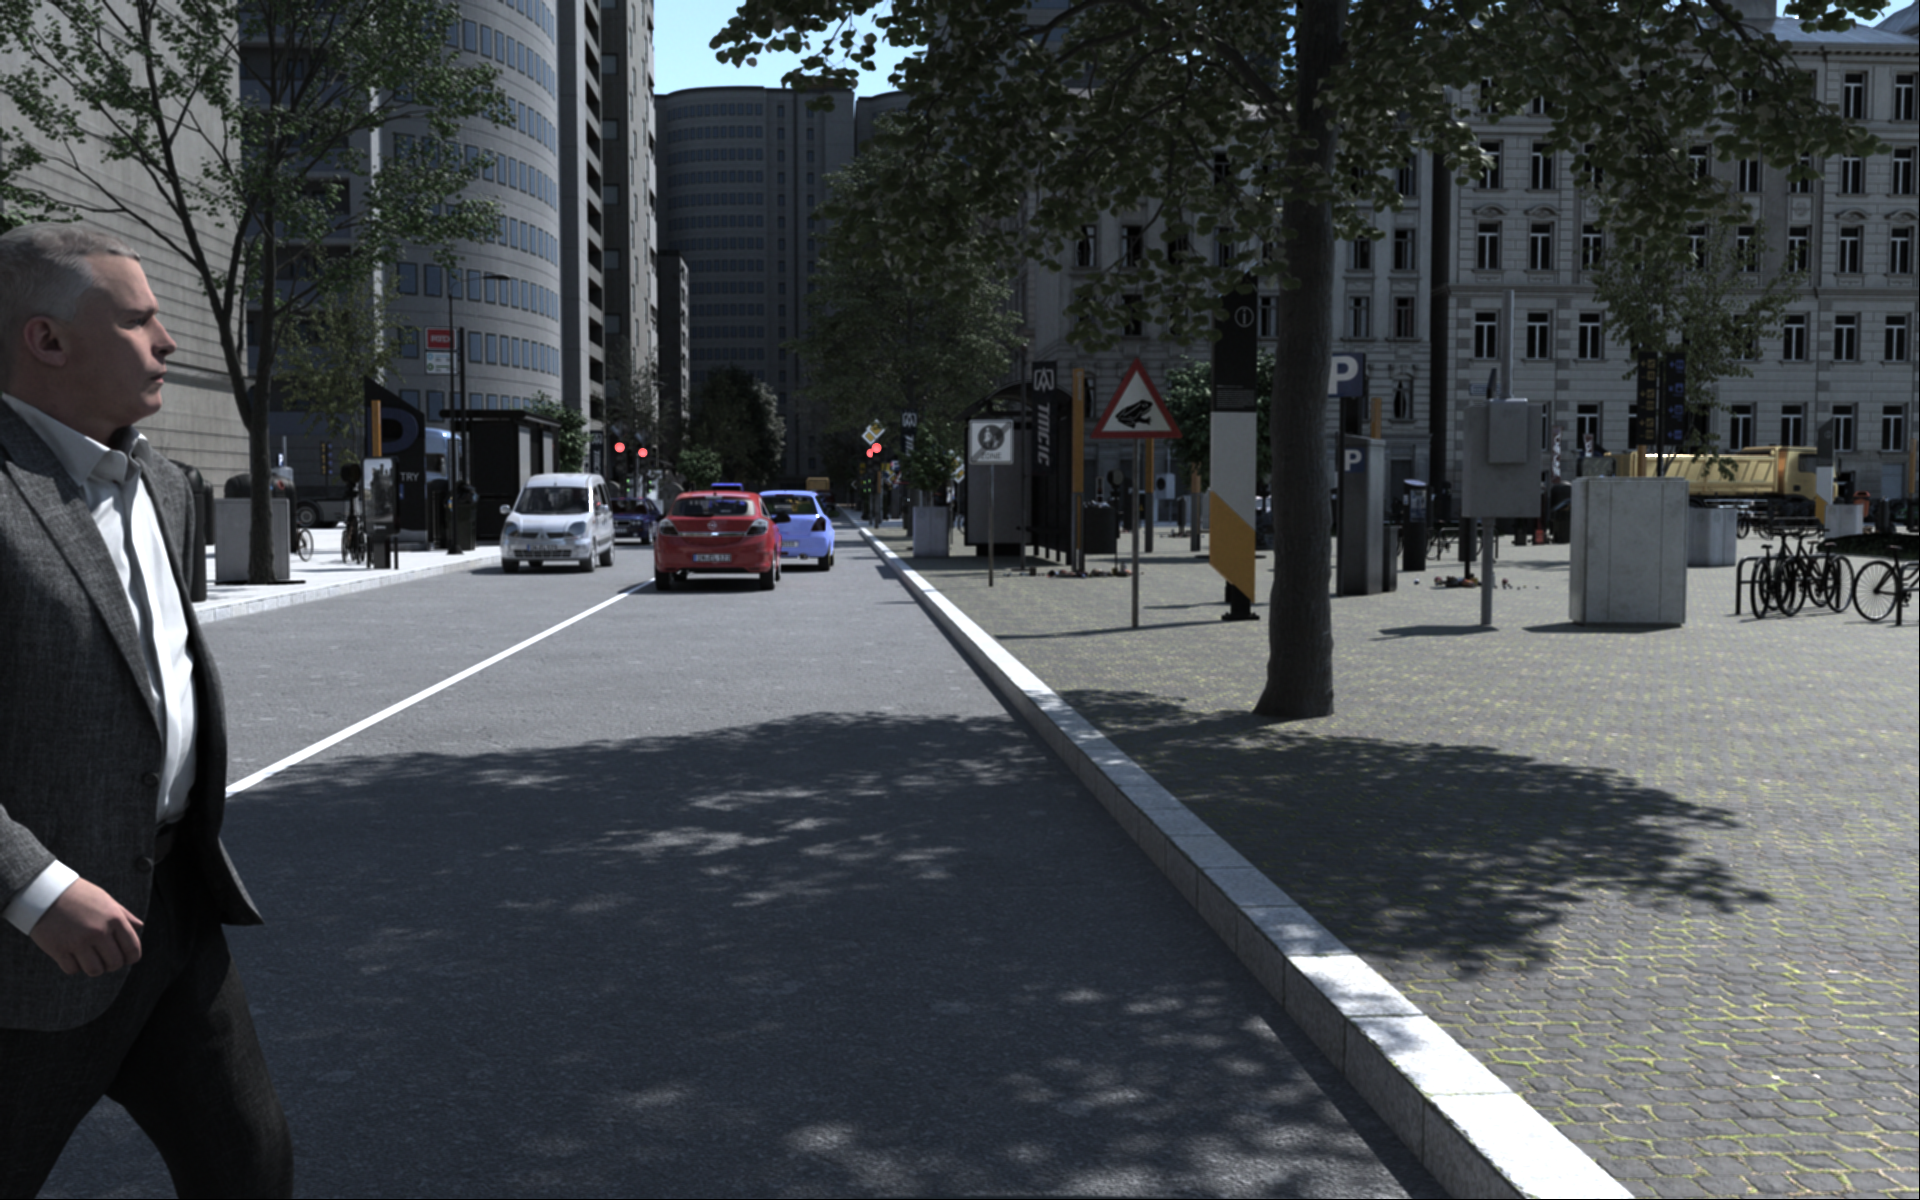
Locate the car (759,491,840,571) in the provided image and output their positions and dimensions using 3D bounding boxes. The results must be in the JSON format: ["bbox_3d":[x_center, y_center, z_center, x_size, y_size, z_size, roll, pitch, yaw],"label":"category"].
[{"bbox_3d":[-3.311,-1.463,33.518,1.945,1.707,3.694,0,4,-3],"label":"car"}]

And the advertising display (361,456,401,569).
[{"bbox_3d":[-9.944,-1.501,29.752,0.974,1.923,0.123,3,5,39],"label":"advertising display"}]

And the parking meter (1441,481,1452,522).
[{"bbox_3d":[21.450,-4.323,76.389,0.255,1.863,0.399,-2,4,-27],"label":"parking meter"}]

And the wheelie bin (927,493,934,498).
[{"bbox_3d":[-2.164,-7.463,129.925,0.693,1.594,0.980,1,4,20],"label":"wheelie bin"}]

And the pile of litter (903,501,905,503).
[{"bbox_3d":[-4.005,-7.093,129.927,1.176,0.858,1.719,-1,4,-21],"label":"pile of litter"}]

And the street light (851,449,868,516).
[{"bbox_3d":[-5.888,-7.712,98.626,1.470,5.913,1.316,0,4,-4],"label":"street light"}]

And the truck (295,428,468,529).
[{"bbox_3d":[-27.755,-4.668,66.074,18.799,4.110,2.967,0,4,-3],"label":"truck"}]

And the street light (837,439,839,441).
[{"bbox_3d":[-9.689,-10.672,147.020,1.470,5.913,1.316,0,4,-4],"label":"street light"}]

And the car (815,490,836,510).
[{"bbox_3d":[-12.260,-9.002,155.851,2.281,1.827,5.304,0,4,-5],"label":"car"}]

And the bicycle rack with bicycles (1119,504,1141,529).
[{"bbox_3d":[5.162,-3.069,63.556,2.925,0.926,2.852,-3,5,-45],"label":"bicycle rack with bicycles"}]

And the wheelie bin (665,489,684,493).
[{"bbox_3d":[-15.000,-4.986,89.427,0.980,1.594,0.693,-3,5,-43],"label":"wheelie bin"}]

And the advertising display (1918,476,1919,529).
[{"bbox_3d":[17.335,-1.539,30.381,0.974,1.923,0.123,0,4,3],"label":"advertising display"}]

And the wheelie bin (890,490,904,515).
[{"bbox_3d":[-3.817,-5.879,104.036,0.980,1.594,0.693,3,5,42],"label":"wheelie bin"}]

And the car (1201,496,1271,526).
[{"bbox_3d":[12.047,-3.502,69.611,4.827,1.381,2.083,0,4,-5],"label":"car"}]

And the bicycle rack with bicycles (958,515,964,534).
[{"bbox_3d":[1.555,-2.547,55.029,2.852,0.926,2.925,-2,4,-24],"label":"bicycle rack with bicycles"}]

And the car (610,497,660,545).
[{"bbox_3d":[-9.605,-2.280,49.858,1.945,1.354,3.894,0,4,-2],"label":"car"}]

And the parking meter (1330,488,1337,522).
[{"bbox_3d":[13.111,-3.190,60.574,0.372,1.533,0.369,0,3,0],"label":"parking meter"}]

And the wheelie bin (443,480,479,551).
[{"bbox_3d":[-11.326,-1.925,39.378,0.693,1.594,0.980,0,4,-4],"label":"wheelie bin"}]

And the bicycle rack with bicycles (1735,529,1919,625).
[{"bbox_3d":[9.303,-0.293,18.178,2.925,0.926,2.852,-2,4,-29],"label":"bicycle rack with bicycles"}]

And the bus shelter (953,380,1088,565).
[{"bbox_3d":[1.062,-2.417,33.445,2.014,3.302,5.546,0,4,-4],"label":"bus shelter"}]

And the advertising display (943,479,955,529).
[{"bbox_3d":[-0.400,-3.623,64.452,0.123,1.923,0.974,1,4,19],"label":"advertising display"}]

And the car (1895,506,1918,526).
[{"bbox_3d":[41.484,-3.880,72.229,4.718,1.807,1.959,0,4,-4],"label":"car"}]

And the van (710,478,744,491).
[{"bbox_3d":[-12.828,-5.565,95.377,2.240,2.365,5.245,0,4,-6],"label":"van"}]

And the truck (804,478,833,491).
[{"bbox_3d":[-16.798,-12.786,204.968,3.469,3.379,9.791,0,4,-3],"label":"truck"}]

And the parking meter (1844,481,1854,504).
[{"bbox_3d":[41.124,-4.554,80.166,0.255,1.863,0.399,0,4,-2],"label":"parking meter"}]

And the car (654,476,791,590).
[{"bbox_3d":[-3.764,-1.118,27.327,2.155,1.783,4.494,0,4,-4],"label":"car"}]

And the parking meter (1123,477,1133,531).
[{"bbox_3d":[5.930,-3.356,60.584,0.399,1.863,0.255,-1,4,-22],"label":"parking meter"}]

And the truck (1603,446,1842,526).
[{"bbox_3d":[31.375,-4.563,70.529,9.791,3.379,3.469,0,4,-6],"label":"truck"}]

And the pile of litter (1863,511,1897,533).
[{"bbox_3d":[27.720,-2.362,52.589,1.719,0.858,1.176,-2,4,-23],"label":"pile of litter"}]

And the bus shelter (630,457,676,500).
[{"bbox_3d":[-17.313,-6.361,97.933,2.014,3.302,5.546,0,4,-4],"label":"bus shelter"}]

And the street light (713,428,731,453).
[{"bbox_3d":[-16.708,-9.092,121.201,1.470,5.913,1.316,0,4,-4],"label":"street light"}]

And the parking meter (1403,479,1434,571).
[{"bbox_3d":[7.608,-1.258,28.980,0.372,1.533,0.369,0,3,0],"label":"parking meter"}]

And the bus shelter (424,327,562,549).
[{"bbox_3d":[-11.948,-4.081,44.357,2.179,5.291,8.768,0,4,-5],"label":"bus shelter"}]

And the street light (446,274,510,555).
[{"bbox_3d":[-10.193,-3.923,36.676,1.470,5.913,1.316,0,4,-4],"label":"street light"}]

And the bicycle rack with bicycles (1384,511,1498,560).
[{"bbox_3d":[9.261,-1.305,34.718,2.925,0.926,2.852,-2,4,-34],"label":"bicycle rack with bicycles"}]

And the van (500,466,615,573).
[{"bbox_3d":[-7.623,-1.589,32.988,2.013,2.044,4.112,0,4,-4],"label":"van"}]

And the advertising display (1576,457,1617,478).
[{"bbox_3d":[11.051,-1.523,30.114,0.974,1.923,0.123,-2,4,-34],"label":"advertising display"}]

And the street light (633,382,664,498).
[{"bbox_3d":[-13.003,-6.093,72.166,1.470,5.913,1.316,0,4,-4],"label":"street light"}]

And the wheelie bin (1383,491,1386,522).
[{"bbox_3d":[17.743,-4.042,73.988,0.693,1.594,0.980,-3,5,-42],"label":"wheelie bin"}]

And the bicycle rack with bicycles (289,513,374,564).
[{"bbox_3d":[-11.860,-1.178,32.650,2.852,0.926,2.925,0,4,-4],"label":"bicycle rack with bicycles"}]

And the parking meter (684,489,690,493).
[{"bbox_3d":[-15.717,-5.758,99.854,0.255,1.863,0.399,1,4,12],"label":"parking meter"}]

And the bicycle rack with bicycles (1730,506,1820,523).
[{"bbox_3d":[22.980,-2.213,49.561,2.925,0.926,2.852,-1,4,-20],"label":"bicycle rack with bicycles"}]

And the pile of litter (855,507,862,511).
[{"bbox_3d":[-7.397,-7.285,133.078,1.176,0.858,1.719,-2,4,-27],"label":"pile of litter"}]

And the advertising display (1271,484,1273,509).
[{"bbox_3d":[10.434,-3.137,56.504,0.123,1.923,0.974,3,5,40],"label":"advertising display"}]

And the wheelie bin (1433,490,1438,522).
[{"bbox_3d":[20.335,-4.120,75.263,0.693,1.594,0.980,-2,4,-26],"label":"wheelie bin"}]

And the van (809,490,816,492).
[{"bbox_3d":[-14.148,-9.943,169.584,2.013,2.044,4.112,0,4,-5],"label":"van"}]

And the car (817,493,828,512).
[{"bbox_3d":[-11.600,-7.940,139.416,1.945,1.707,3.694,0,4,-4],"label":"car"}]
